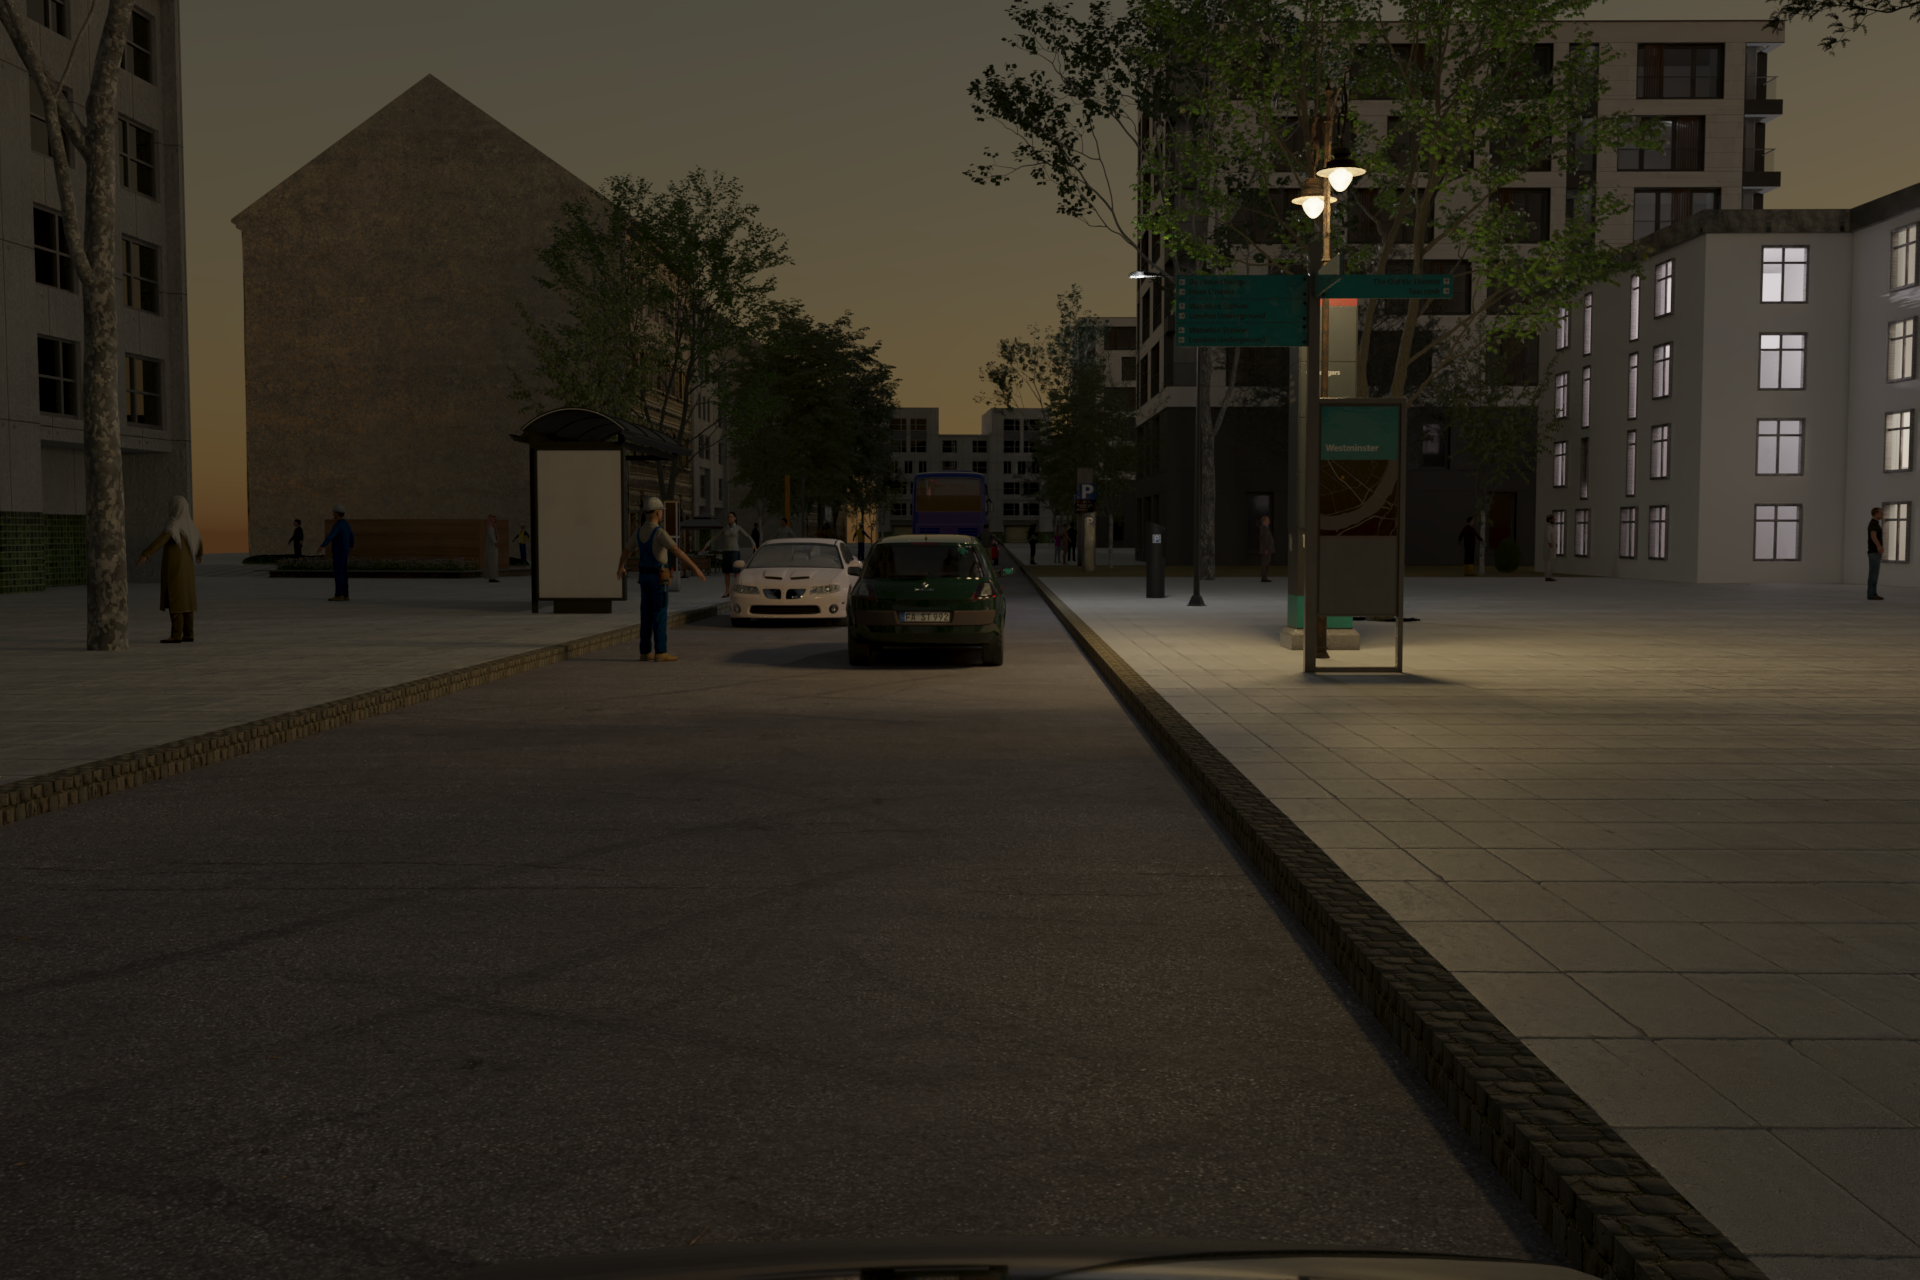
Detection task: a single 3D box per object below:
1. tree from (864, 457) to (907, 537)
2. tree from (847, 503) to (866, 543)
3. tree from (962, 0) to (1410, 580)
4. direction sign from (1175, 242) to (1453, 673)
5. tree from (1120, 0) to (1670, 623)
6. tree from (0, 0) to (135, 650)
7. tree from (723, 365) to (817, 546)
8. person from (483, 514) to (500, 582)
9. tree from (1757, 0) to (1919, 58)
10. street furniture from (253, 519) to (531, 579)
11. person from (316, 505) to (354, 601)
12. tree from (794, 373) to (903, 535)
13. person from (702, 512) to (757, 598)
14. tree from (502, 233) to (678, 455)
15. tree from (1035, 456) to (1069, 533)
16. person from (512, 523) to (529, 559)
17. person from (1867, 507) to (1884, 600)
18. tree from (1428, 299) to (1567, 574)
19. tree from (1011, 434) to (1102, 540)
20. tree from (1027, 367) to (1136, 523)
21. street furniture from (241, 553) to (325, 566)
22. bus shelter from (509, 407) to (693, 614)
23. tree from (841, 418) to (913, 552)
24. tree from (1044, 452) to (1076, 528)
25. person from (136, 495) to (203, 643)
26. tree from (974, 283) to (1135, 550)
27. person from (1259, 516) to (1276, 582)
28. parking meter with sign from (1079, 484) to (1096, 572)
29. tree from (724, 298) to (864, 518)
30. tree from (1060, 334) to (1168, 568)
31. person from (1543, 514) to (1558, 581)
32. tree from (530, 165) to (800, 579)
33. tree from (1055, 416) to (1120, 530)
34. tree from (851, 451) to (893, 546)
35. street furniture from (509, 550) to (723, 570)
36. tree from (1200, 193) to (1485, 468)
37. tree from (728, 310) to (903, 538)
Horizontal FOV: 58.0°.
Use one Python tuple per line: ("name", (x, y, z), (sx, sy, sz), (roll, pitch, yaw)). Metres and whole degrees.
("tree", (-6.781, -12.390, 152.940), (4.737, 8.622, 4.395), (0, 3, 0))
("tree", (-14.768, -18.316, 249.831), (4.360, 8.622, 3.978), (0, 3, 0))
("tree", (5.764, -11.686, 46.953), (12.611, 20.169, 13.585), (0, 3, 0))
("direction sign", (3.232, -1.630, 15.415), (2.525, 3.948, 1.411), (0, 4, 1))
("tree", (6.107, -6.077, 25.120), (9.928, 11.665, 9.643), (0, 3, 0))
("tree", (-10.820, -9.991, 19.236), (12.611, 20.169, 13.585), (0, 3, 0))
("tree", (-8.750, -7.657, 75.558), (4.360, 8.622, 3.978), (0, 3, 0))
("person", (-12.422, -2.443, 46.089), (0.704, 1.811, 1.347), (-1, 4, -18))
("tree", (6.227, -4.453, 7.220), (8.767, 10.594, 7.601), (3, 5, 41))
("street furniture", (-17.837, -2.837, 53.243), (9.812, 1.723, 11.010), (1, 4, 12))
("person", (-11.932, -1.675, 33.262), (0.705, 1.842, 1.347), (0, 4, 7))
("tree", (-7.737, -11.207, 108.989), (9.928, 11.665, 9.643), (0, 3, 0))
("person", (-4.613, -1.707, 34.740), (1.217, 1.735, 0.721), (1, 4, 19))
("tree", (-8.664, -5.588, 41.724), (4.737, 8.622, 4.395), (0, 3, 0))
("tree", (8.198, -12.335, 152.039), (4.360, 8.622, 3.978), (0, 3, 0))
("person", (-19.313, -4.267, 76.236), (1.216, 1.772, 0.721), (3, 5, 41))
("person", (17.888, -1.687, 33.799), (0.705, 1.803, 1.348), (2, 4, 27))
("tree", (16.961, -6.416, 55.270), (4.737, 8.622, 4.395), (0, 3, 0))
("tree", (8.833, -13.693, 158.286), (8.767, 10.594, 7.601), (0, 4, 5))
("tree", (8.354, -12.155, 116.858), (7.486, 12.596, 7.792), (0, 3, 0))
("street furniture", (-24.617, -3.322, 69.933), (5.734, 0.657, 10.072), (-3, 5, -42))
("bus shelter", (-6.130, -2.228, 30.350), (2.014, 3.302, 5.546), (0, 4, 1))
("tree", (-7.096, -11.464, 121.842), (8.767, 10.594, 7.601), (3, 5, 39))
("tree", (8.985, -11.931, 145.441), (4.737, 8.622, 4.395), (0, 3, 0))
("person", (-9.305, -0.837, 20.455), (0.721, 1.736, 1.217), (0, 4, 8))
("tree", (7.384, -16.978, 133.482), (12.611, 20.169, 13.585), (0, 3, 0))
("person", (8.222, -2.430, 46.321), (0.434, 1.755, 0.990), (1, 4, 14))
("parking meter with sign", (4.380, -3.837, 58.996), (0.543, 3.016, 1.738), (0, 4, 1))
("tree", (-8.120, -10.132, 83.785), (7.486, 12.596, 7.792), (0, 3, 0))
("tree", (5.428, -7.002, 64.852), (4.360, 8.622, 3.978), (0, 3, 0))
("person", (16.054, -2.506, 47.059), (0.704, 1.819, 1.344), (2, 4, 25))
("tree", (-8.480, -7.594, 49.914), (9.928, 11.665, 9.643), (0, 3, 0))
("tree", (7.380, -9.671, 108.482), (4.360, 8.622, 3.978), (0, 3, 0))
("tree", (-7.190, -11.653, 140.891), (4.360, 8.622, 3.978), (0, 3, 0))
("street furniture", (-13.343, -3.019, 64.989), (10.072, 0.657, 5.734), (1, 4, 8))
("tree", (13.968, -9.360, 63.400), (12.009, 13.543, 11.850), (0, 3, 0))
("tree", (-7.981, -11.702, 97.990), (9.857, 13.997, 8.962), (0, 3, 0))
